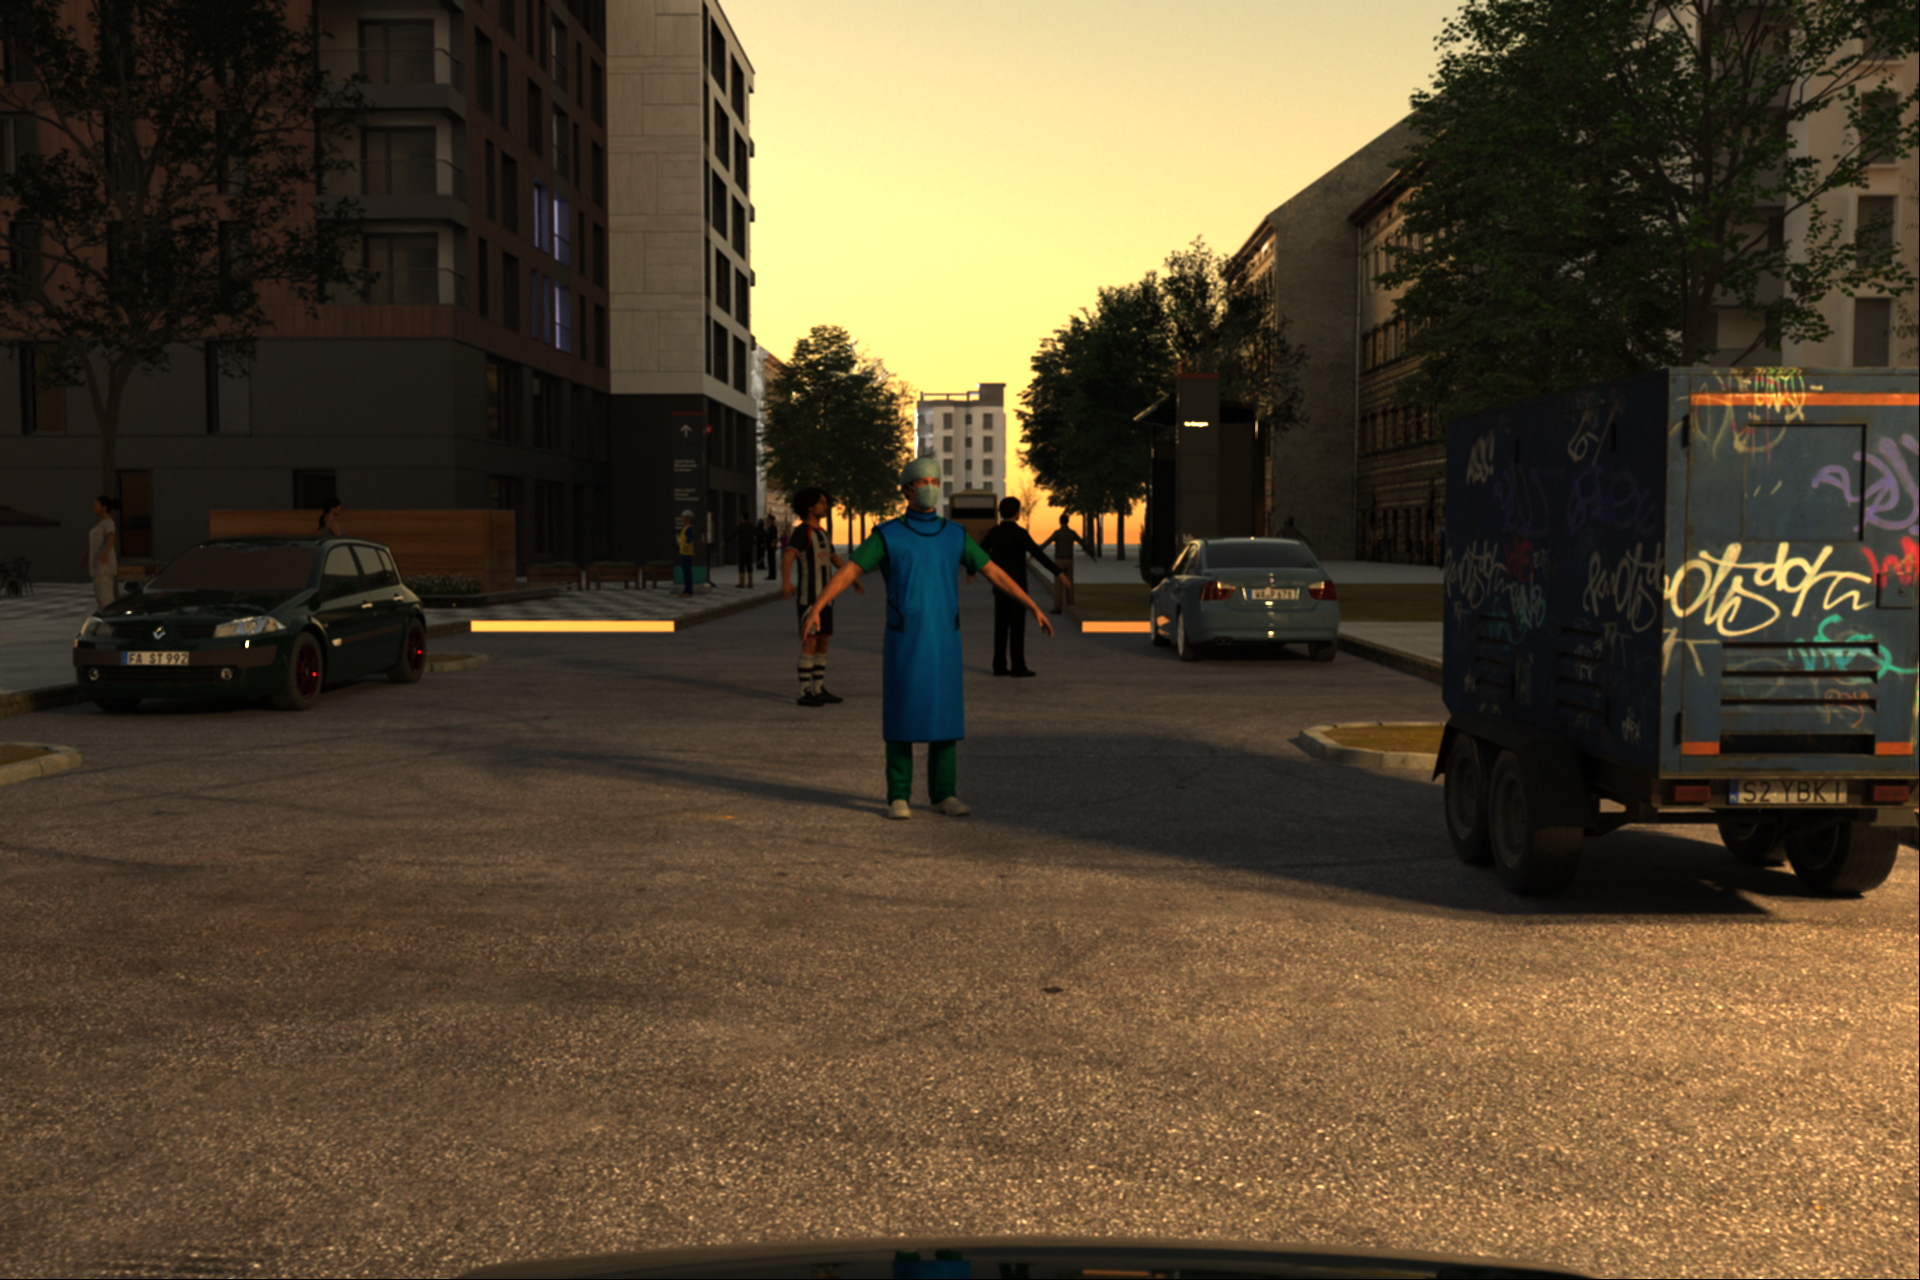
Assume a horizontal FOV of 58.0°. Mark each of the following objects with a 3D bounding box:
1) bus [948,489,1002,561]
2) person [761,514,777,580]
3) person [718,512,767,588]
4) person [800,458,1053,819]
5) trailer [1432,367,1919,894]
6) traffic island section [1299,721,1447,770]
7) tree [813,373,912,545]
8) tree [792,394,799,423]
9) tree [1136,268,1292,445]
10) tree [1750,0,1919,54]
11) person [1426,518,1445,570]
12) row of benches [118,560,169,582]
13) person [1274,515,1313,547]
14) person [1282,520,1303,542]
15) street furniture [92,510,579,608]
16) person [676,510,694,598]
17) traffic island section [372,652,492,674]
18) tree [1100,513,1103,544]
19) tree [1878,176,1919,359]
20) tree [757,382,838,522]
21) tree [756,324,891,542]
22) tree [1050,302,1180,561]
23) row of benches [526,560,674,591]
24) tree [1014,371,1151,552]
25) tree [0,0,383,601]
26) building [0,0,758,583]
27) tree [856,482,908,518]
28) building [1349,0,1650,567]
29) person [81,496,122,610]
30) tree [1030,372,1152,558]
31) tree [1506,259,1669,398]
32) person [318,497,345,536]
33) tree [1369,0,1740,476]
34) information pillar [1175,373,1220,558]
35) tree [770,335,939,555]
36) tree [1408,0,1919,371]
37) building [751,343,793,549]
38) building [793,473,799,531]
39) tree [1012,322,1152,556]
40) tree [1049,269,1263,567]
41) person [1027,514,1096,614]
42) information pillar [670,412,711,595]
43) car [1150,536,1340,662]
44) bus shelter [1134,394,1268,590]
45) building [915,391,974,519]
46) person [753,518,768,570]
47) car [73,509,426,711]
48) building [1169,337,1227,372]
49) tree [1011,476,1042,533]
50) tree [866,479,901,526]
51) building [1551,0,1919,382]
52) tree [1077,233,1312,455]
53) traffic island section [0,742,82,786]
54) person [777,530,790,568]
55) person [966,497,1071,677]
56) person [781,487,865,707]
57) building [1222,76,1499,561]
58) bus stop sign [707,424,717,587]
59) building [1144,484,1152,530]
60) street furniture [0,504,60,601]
[{"bbox_3d":[0.842,-6.262,93.938,2.896,3.916,12.252,0,4,2],"label":"bus"},{"bbox_3d":[-5.325,-2.611,48.621,0.705,1.837,1.347,-1,4,-19],"label":"person"},{"bbox_3d":[-5.173,-2.169,41.599,1.346,1.812,0.704,-3,5,-40],"label":"person"},{"bbox_3d":[-0.181,-0.013,8.797,1.347,1.817,0.704,-1,4,-21],"label":"person"},{"bbox_3d":[2.889,-0.052,7.902,1.471,1.999,3.904,0,4,0],"label":"trailer"},{"bbox_3d":[3.306,0.698,11.452,1.991,0.108,1.994,0,4,1],"label":"traffic island section"},{"bbox_3d":[-7.218,-12.502,122.533,7.486,12.596,7.792,0,3,0],"label":"tree"},{"bbox_3d":[-21.371,-22.222,219.219,12.611,20.169,13.585,0,3,0],"label":"tree"},{"bbox_3d":[7.541,-5.933,47.370,4.360,8.622,3.978,0,3,0],"label":"tree"},{"bbox_3d":[9.374,-6.018,8.771,12.009,13.543,11.850,0,3,0],"label":"tree"},{"bbox_3d":[17.106,-3.378,61.079,1.347,1.847,0.705,2,4,24],"label":"person"},{"bbox_3d":[-18.100,-1.534,40.549,4.104,0.672,1.422,2,4,23],"label":"row of benches"},{"bbox_3d":[9.281,-2.604,48.699,1.348,1.813,0.705,-1,4,-17],"label":"person"},{"bbox_3d":[11.754,-3.422,62.228,0.705,1.796,1.348,-3,5,-42],"label":"person"},{"bbox_3d":[-12.569,-1.592,32.883,9.812,1.723,11.010,0,4,3],"label":"street furniture"},{"bbox_3d":[-5.613,-1.751,35.090,0.721,1.772,1.216,-1,4,-17],"label":"person"},{"bbox_3d":[-6.199,0.251,18.763,1.991,0.108,1.994,0,4,1],"label":"traffic island section"},{"bbox_3d":[19.013,-22.506,223.866,12.611,20.169,13.585,0,3,0],"label":"tree"},{"bbox_3d":[17.837,-4.737,27.808,4.360,8.622,3.978,0,3,0],"label":"tree"},{"bbox_3d":[-7.648,-8.111,82.971,4.737,8.622,4.395,0,3,0],"label":"tree"},{"bbox_3d":[-7.558,-10.779,94.363,7.486,12.596,7.792,0,3,0],"label":"tree"},{"bbox_3d":[8.073,-10.116,83.519,7.486,12.596,7.792,0,3,0],"label":"tree"},{"bbox_3d":[-7.966,-1.505,40.075,4.104,0.672,1.422,-3,4,-37],"label":"row of benches"},{"bbox_3d":[9.047,-13.200,126.185,12.009,13.543,11.850,0,3,0],"label":"tree"},{"bbox_3d":[-11.482,-5.401,22.712,8.767,10.594,7.601,0,4,-3],"label":"tree"},{"bbox_3d":[-23.352,-13.286,61.196,27.936,21.610,32.646,0,4,1],"label":"building"},{"bbox_3d":[-9.828,-17.424,219.286,7.601,10.594,8.767,1,4,8],"label":"tree"},{"bbox_3d":[27.970,-14.813,73.118,19.493,23.208,18.063,0,4,1],"label":"building"},{"bbox_3d":[-10.275,-0.847,20.612,0.721,1.739,1.217,-3,4,-36],"label":"person"},{"bbox_3d":[7.659,-9.753,93.876,8.767,10.594,7.601,1,4,14],"label":"tree"},{"bbox_3d":[15.571,-5.756,44.478,4.360,8.622,3.978,0,3,0],"label":"tree"},{"bbox_3d":[-7.598,-0.883,21.250,0.721,1.737,1.217,-3,4,-37],"label":"person"},{"bbox_3d":[12.231,-7.210,36.004,7.486,12.596,7.792,0,3,0],"label":"tree"},{"bbox_3d":[3.860,-2.375,28.213,0.750,3.857,0.750,0,4,1],"label":"information pillar"},{"bbox_3d":[-6.891,-12.081,107.902,12.009,13.543,11.850,0,3,0],"label":"tree"},{"bbox_3d":[9.600,-5.938,22.839,9.928,11.665,9.643,0,3,0],"label":"tree"},{"bbox_3d":[-25.288,-19.736,153.607,19.493,23.208,18.063,0,4,1],"label":"building"},{"bbox_3d":[-21.312,-14.650,181.682,9.099,9.664,28.070,0,4,1],"label":"building"},{"bbox_3d":[7.878,-12.030,103.345,9.857,13.997,8.962,0,3,0],"label":"tree"},{"bbox_3d":[7.496,-8.633,66.897,9.928,11.665,9.643,0,3,0],"label":"tree"},{"bbox_3d":[1.856,-1.369,31.107,1.348,1.796,0.705,-1,4,-19],"label":"person"},{"bbox_3d":[-5.758,-2.909,36.934,0.750,3.857,0.750,0,4,2],"label":"information pillar"},{"bbox_3d":[3.332,-0.532,20.708,2.014,1.417,4.499,0,4,0],"label":"car"},{"bbox_3d":[4.372,-2.497,32.104,1.731,3.624,6.357,0,4,0],"label":"bus shelter"},{"bbox_3d":[-5.295,-22.199,221.832,11.380,20.090,16.016,1,4,8],"label":"building"},{"bbox_3d":[-7.168,-3.474,62.575,0.705,1.856,1.354,2,4,26],"label":"person"},{"bbox_3d":[-6.109,-0.337,15.297,2.009,1.686,4.222,0,4,2],"label":"car"},{"bbox_3d":[28.603,-19.669,152.517,19.493,23.208,18.063,0,4,1],"label":"building"},{"bbox_3d":[8.887,-16.454,219.388,4.360,8.622,3.978,0,3,0],"label":"tree"},{"bbox_3d":[-6.504,-11.058,131.166,4.360,8.622,3.978,0,3,0],"label":"tree"},{"bbox_3d":[26.684,-12.542,61.488,16.016,20.090,11.380,0,4,2],"label":"building"},{"bbox_3d":[7.357,-7.369,54.897,8.767,10.594,7.601,2,4,28],"label":"tree"},{"bbox_3d":[-6.435,0.771,10.253,1.991,0.108,1.994,0,4,1],"label":"traffic island section"},{"bbox_3d":[-6.566,-3.380,64.528,0.991,1.433,0.599,1,4,14],"label":"person"},{"bbox_3d":[0.525,-0.538,17.437,1.347,1.806,0.705,3,5,42],"label":"person"},{"bbox_3d":[-1.196,-0.362,14.524,0.704,1.843,1.345,2,4,24],"label":"person"},{"bbox_3d":[24.525,-15.931,91.393,19.493,23.208,18.063,0,4,2],"label":"building"},{"bbox_3d":[-6.369,-3.270,42.163,0.855,3.939,0.416,0,4,1],"label":"bus stop sign"},{"bbox_3d":[25.396,-14.896,185.692,9.099,9.664,28.070,0,4,1],"label":"building"},{"bbox_3d":[-32.326,-1.579,30.845,27.439,1.986,14.083,0,4,3],"label":"street furniture"}]
